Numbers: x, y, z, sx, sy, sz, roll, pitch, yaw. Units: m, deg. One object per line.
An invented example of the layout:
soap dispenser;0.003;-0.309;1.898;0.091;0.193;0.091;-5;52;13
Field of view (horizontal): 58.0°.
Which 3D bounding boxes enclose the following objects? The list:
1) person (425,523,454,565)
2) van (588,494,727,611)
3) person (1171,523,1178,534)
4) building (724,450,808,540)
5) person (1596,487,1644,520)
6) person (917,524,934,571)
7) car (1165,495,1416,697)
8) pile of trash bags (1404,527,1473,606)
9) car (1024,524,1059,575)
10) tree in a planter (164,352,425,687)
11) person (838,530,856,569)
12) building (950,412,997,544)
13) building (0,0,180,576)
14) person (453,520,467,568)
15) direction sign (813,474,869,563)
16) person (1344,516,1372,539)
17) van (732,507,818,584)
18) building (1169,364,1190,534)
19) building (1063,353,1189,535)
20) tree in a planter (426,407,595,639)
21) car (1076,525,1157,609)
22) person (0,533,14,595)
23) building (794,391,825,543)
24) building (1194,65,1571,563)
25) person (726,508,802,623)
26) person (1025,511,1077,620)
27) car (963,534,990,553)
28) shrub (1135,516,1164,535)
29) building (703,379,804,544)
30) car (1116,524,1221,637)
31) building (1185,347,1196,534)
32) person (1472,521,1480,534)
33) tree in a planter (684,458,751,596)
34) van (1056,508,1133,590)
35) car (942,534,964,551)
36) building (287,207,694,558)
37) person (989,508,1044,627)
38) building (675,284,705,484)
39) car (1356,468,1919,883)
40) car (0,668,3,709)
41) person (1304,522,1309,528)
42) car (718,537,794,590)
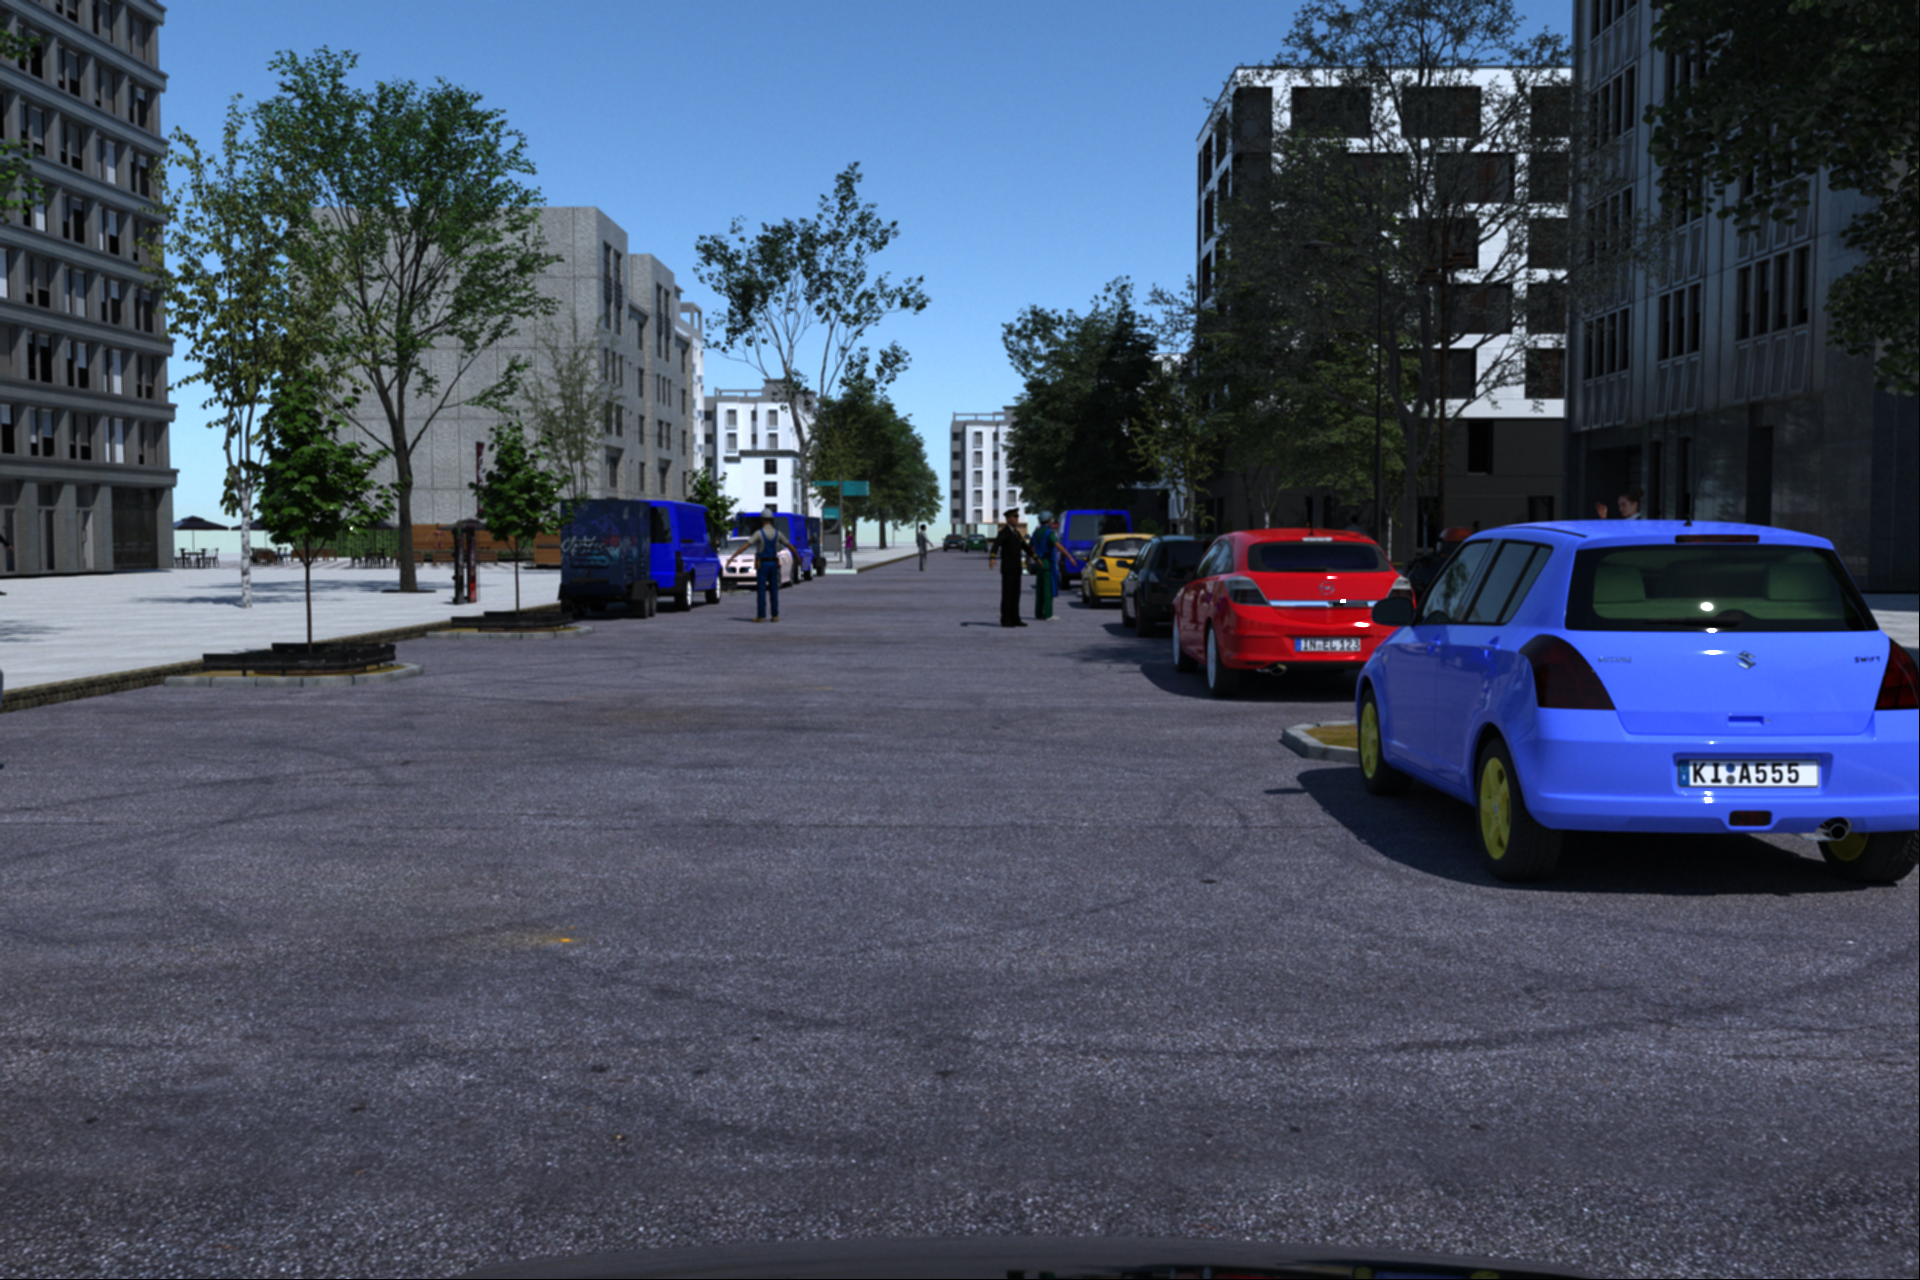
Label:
person;-21.568;-3.970;71.712;1.217;1.733;0.721;-3;5;-39
van;-5.897;-1.795;33.733;2.240;2.365;5.245;0;4;1
person;10.729;-4.953;87.119;0.704;1.843;1.345;1;4;23
building;-20.908;-14.959;186.732;9.099;9.664;28.070;0;4;1
person;6.268;-0.598;16.616;0.445;1.727;0.742;-2;4;-25
person;-1.398;-3.563;66.898;0.705;1.806;1.347;-2;4;-26
car;3.109;-0.468;16.689;2.155;1.783;4.494;0;4;1
pile of trash bags;6.254;-0.669;20.697;1.912;1.369;3.447;0;4;1
car;3.469;-3.292;62.504;2.281;1.827;5.304;0;4;1
tree in a planter;-6.466;-1.217;17.121;1.991;3.239;1.994;0;4;1
person;-4.154;-3.350;64.035;0.599;1.433;0.991;3;4;37
building;-1.164;-24.510;259.609;11.380;20.090;16.016;0;4;5
building;-30.909;-12.476;50.651;8.464;21.280;15.925;0;4;1
person;-18.896;-3.635;65.553;0.705;1.813;1.348;-3;5;-39
direction sign;-5.336;-5.469;78.173;2.525;3.948;1.411;0;4;0
person;11.816;-2.802;51.972;1.344;1.810;0.704;0;4;4
van;-5.489;-2.873;51.352;2.240;2.365;5.245;0;4;1
building;28.135;-20.405;190.042;16.016;20.090;11.380;0;4;1
building;26.373;-22.498;211.813;27.936;21.610;32.646;0;4;1
tree in a planter;-6.284;-1.668;24.496;1.991;3.239;1.994;0;4;1
car;3.344;-1.489;34.572;2.015;1.641;3.980;0;4;1
person;-20.217;-1.846;36.226;0.704;1.823;1.345;0;4;-5
building;-24.139;-22.802;229.237;16.016;20.090;11.380;0;4;1
building;26.202;-15.182;92.203;27.936;21.610;32.646;0;4;1
person;-3.146;-1.213;28.151;1.347;1.847;0.705;-2;4;-31
person;1.449;-1.239;28.842;0.704;1.817;1.347;-2;4;-34
car;1.280;-7.568;135.531;2.131;1.459;4.920;0;4;1
shrub;8.424;-4.511;77.802;1.661;2.075;1.752;0;3;0
building;-25.373;-21.741;211.882;16.016;20.090;11.380;0;4;1
car;3.336;-0.958;25.448;2.009;1.686;4.222;0;4;1
building;28.440;-18.717;136.953;19.493;23.208;18.063;0;4;1
person;17.990;-3.260;60.053;0.721;1.744;1.215;2;4;33
tree in a planter;-6.003;-2.668;40.840;1.991;3.239;1.994;0;4;2
van;3.526;-2.552;46.108;2.240;2.365;5.245;0;4;1
car;-0.527;-8.379;146.777;2.009;1.686;4.222;0;4;1
building;-27.817;-14.876;109.679;16.747;18.905;31.486;0;4;1
person;0.819;-1.123;26.753;0.705;1.837;1.347;3;4;37
building;-26.494;-16.824;131.495;16.016;20.090;11.380;0;4;1
car;3.060;0.071;8.428;1.945;1.707;3.694;0;4;1
car;-6.459;0.232;8.207;2.014;1.417;4.499;0;4;1
person;14.868;-4.158;74.210;0.704;1.802;1.346;3;5;41
car;-5.490;-2.034;45.610;2.083;1.381;4.827;0;4;1
